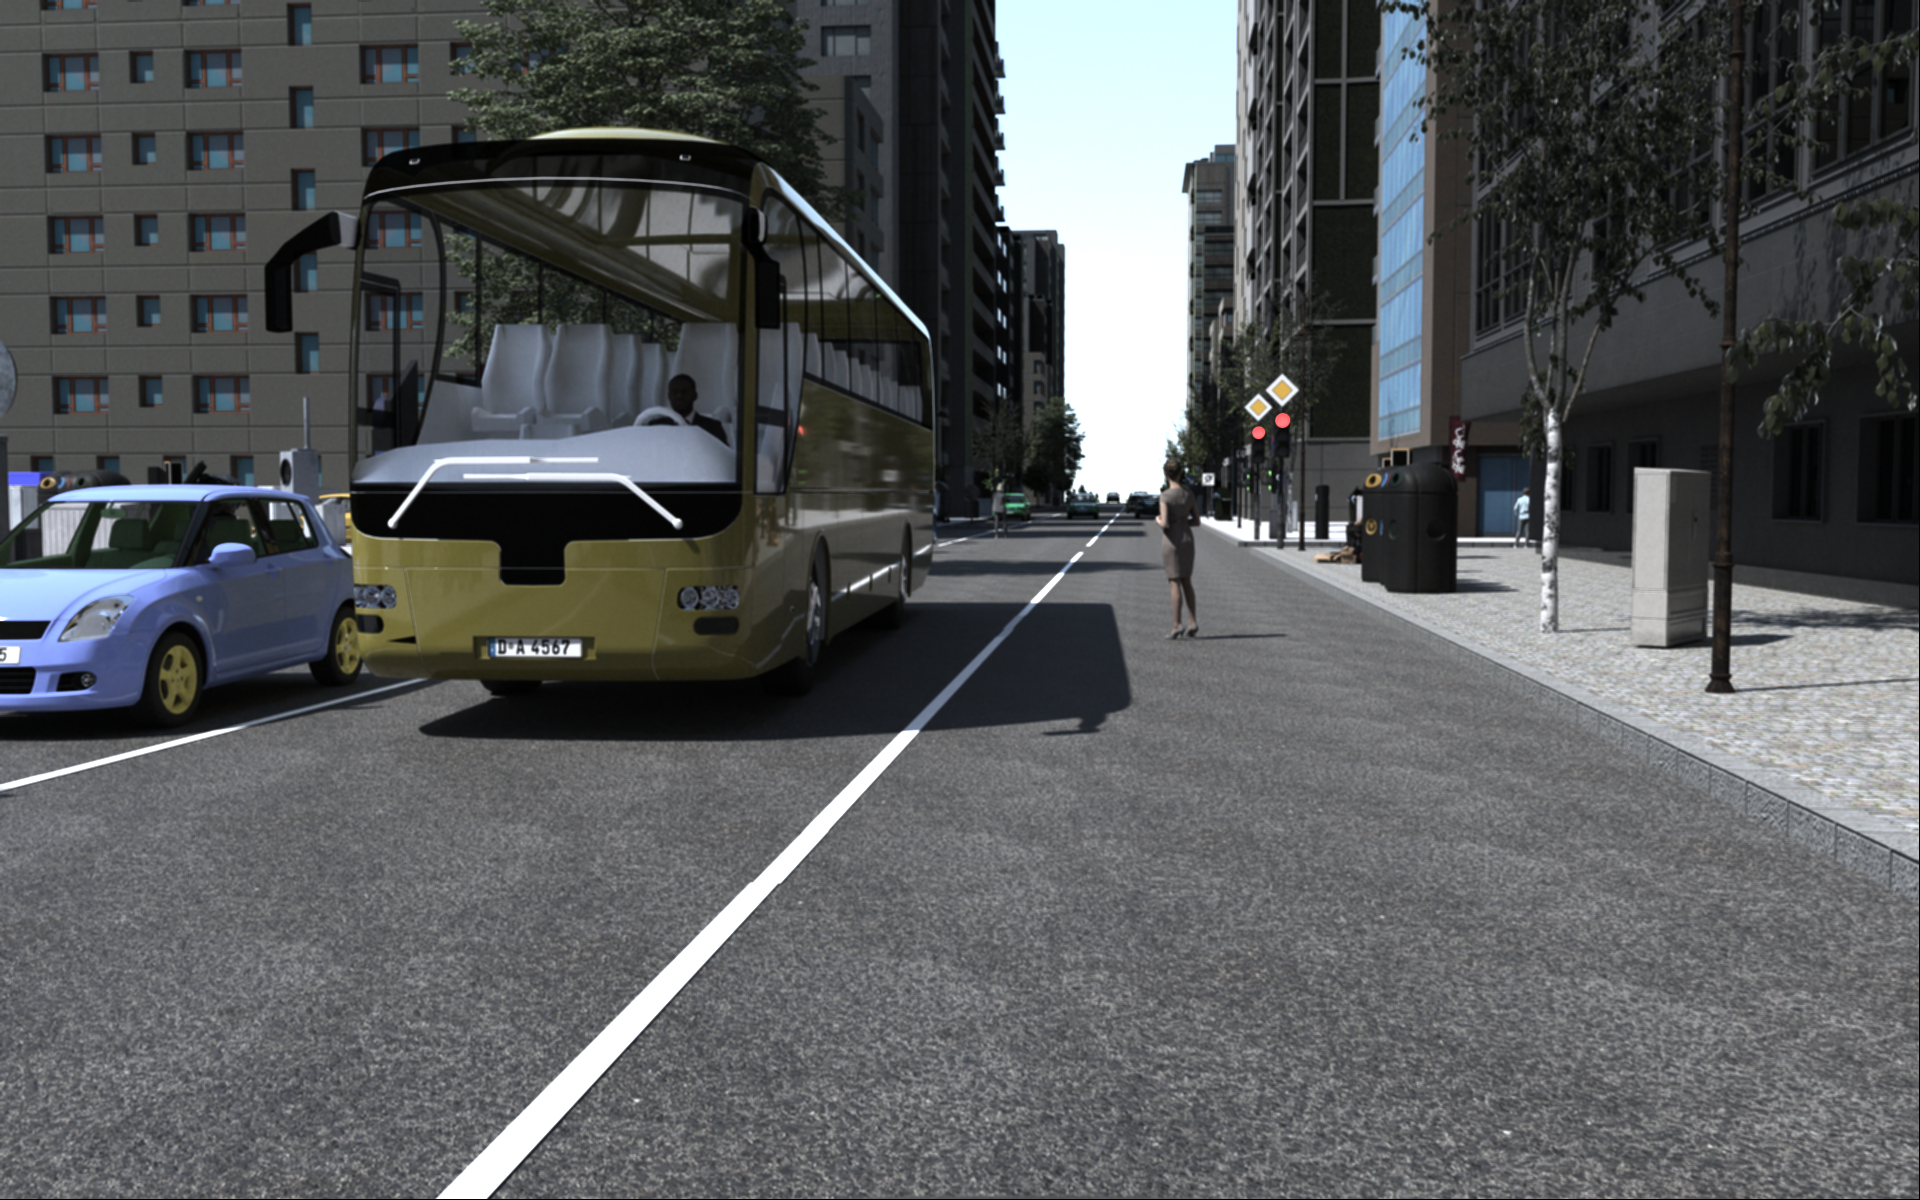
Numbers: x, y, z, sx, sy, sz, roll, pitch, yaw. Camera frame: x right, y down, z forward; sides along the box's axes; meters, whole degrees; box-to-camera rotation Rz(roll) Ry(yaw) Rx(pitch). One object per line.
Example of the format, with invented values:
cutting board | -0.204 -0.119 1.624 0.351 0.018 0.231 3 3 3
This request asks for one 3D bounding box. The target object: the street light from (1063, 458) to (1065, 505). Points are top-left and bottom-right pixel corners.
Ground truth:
street light | 12.527 -14.448 209.006 0.468 5.910 1.993 0 4 6

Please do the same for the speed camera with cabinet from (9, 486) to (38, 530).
speed camera with cabinet | -18.976 -2.402 33.601 2.038 3.252 0.660 0 4 5

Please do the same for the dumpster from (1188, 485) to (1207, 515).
dumpster | 14.834 -6.292 108.627 1.264 1.857 1.865 0 4 6

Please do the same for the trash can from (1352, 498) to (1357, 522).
trash can | 13.147 -2.737 56.406 0.748 1.137 0.748 0 3 0

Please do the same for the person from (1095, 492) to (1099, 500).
person | 21.289 -15.888 268.794 0.617 1.759 0.750 -1 4 -12

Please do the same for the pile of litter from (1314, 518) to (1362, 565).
pile of litter | 7.182 -1.117 32.233 1.176 0.858 1.719 0 4 4

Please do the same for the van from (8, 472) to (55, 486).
van | -27.549 -2.705 48.605 5.245 2.365 2.240 0 4 7

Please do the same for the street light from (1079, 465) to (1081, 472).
street light | 18.426 -17.900 265.449 0.468 5.910 1.993 0 4 6

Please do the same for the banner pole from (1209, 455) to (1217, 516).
banner pole | 14.866 -6.824 101.590 0.401 3.779 0.863 2 4 34

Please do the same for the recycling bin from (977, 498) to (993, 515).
recycling bin | 1.492 -5.631 104.629 0.722 1.027 0.722 3 4 36

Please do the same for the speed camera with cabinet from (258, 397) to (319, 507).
speed camera with cabinet | -13.975 -2.545 35.939 0.660 3.252 2.038 -3 5 -42

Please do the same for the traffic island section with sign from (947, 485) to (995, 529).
traffic island section with sign | 0.527 -3.890 72.227 1.989 1.847 2.006 0 4 6

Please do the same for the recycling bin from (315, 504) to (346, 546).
recycling bin | -15.659 -1.843 42.686 0.722 1.027 0.722 2 4 26

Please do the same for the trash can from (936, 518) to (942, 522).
trash can | -0.986 -4.241 80.999 0.748 1.137 0.748 0 3 0

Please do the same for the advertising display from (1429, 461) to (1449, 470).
advertising display | 9.547 -1.804 34.710 0.123 1.923 0.974 0 4 -4

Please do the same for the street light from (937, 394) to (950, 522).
street light | -0.774 -6.511 79.238 0.468 5.910 1.993 0 4 6

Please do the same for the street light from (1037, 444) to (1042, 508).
street light | 7.048 -11.140 154.931 0.468 5.910 1.993 0 4 6

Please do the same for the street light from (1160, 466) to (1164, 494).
street light | 32.508 -18.848 280.955 0.468 5.910 1.993 0 4 6

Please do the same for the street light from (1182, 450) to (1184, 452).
street light | 18.343 -10.312 141.386 0.468 5.910 1.993 0 4 6

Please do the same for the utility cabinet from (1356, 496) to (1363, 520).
utility cabinet | 12.337 -2.502 52.076 0.306 1.237 1.020 -1 4 -22

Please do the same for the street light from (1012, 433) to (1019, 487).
street light | 3.990 -9.366 125.916 0.468 5.910 1.993 0 4 6

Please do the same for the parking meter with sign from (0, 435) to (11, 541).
parking meter with sign | -11.637 -1.481 20.481 0.543 3.016 1.738 1 4 13

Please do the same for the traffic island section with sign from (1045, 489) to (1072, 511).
traffic island section with sign | 8.334 -8.557 148.536 1.989 1.847 2.006 0 4 6

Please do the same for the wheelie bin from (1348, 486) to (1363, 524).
wheelie bin | 15.807 -3.737 69.007 0.693 1.594 0.980 1 4 9

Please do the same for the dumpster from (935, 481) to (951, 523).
dumpster | -1.110 -4.318 76.360 1.264 1.857 1.865 0 4 6

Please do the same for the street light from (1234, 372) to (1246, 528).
street light | 10.572 -5.661 65.348 0.468 5.910 1.993 0 4 6

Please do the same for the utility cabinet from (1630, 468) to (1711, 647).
utility cabinet | 6.090 -0.374 14.791 0.318 1.500 1.173 3 4 39

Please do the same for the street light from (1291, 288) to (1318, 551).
street light | 7.749 -4.055 39.095 0.468 5.910 1.993 0 4 6

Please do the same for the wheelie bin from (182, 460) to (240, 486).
wheelie bin | -7.218 -0.528 16.540 0.693 1.594 0.980 -1 4 -21

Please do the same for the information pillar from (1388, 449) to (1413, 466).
information pillar | 7.156 -1.444 28.105 0.304 2.012 0.304 2 4 25

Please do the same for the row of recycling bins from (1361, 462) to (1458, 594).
row of recycling bins | 6.219 -1.029 23.932 1.069 1.692 3.534 0 4 7

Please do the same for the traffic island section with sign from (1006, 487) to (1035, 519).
traffic island section with sign | 3.264 -5.530 99.043 1.989 1.847 2.006 0 4 6

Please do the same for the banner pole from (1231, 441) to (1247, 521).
banner pole | 13.082 -5.610 81.735 0.863 3.779 0.401 0 4 2

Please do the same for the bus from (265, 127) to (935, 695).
bus | -2.005 -1.473 15.627 2.896 3.916 12.252 0 4 4

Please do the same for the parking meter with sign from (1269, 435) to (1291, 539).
parking meter with sign | 9.200 -3.287 49.997 0.543 3.016 1.738 1 4 14

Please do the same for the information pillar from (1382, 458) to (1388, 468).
information pillar | 8.823 -1.895 35.480 0.304 2.012 0.304 2 4 26

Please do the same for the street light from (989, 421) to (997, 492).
street light | 2.099 -8.226 107.277 0.468 5.910 1.993 0 4 6

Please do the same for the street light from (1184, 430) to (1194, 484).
street light | 16.263 -9.141 122.246 0.468 5.910 1.993 0 4 6

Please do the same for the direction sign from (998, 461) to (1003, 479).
direction sign | 2.749 -7.728 118.343 0.379 3.537 0.876 1 4 22

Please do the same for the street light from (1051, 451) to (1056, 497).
street light | 9.925 -12.855 182.970 0.468 5.910 1.993 0 4 6

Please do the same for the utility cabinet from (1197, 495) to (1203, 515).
utility cabinet | 14.780 -5.840 106.651 0.306 1.237 1.020 1 4 14

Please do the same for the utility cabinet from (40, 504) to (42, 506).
utility cabinet | -7.301 -0.213 14.640 1.020 1.237 0.306 2 4 27

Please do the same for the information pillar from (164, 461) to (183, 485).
information pillar | -17.778 -2.124 39.215 0.304 2.012 0.304 -3 5 -45

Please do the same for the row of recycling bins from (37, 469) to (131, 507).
row of recycling bins | -15.199 -1.409 30.152 1.069 1.692 3.534 -3 5 -39

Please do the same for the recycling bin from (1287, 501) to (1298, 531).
recycling bin | 11.312 -2.902 60.000 0.722 1.027 0.722 0 4 4

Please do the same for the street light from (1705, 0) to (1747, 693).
street light | 4.928 -2.340 11.050 0.468 5.910 1.993 0 4 6

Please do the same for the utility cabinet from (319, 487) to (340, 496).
utility cabinet | -18.871 -2.586 50.967 1.173 1.500 0.318 -3 5 -41

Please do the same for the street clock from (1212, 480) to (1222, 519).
street clock | 12.950 -5.065 87.376 0.471 2.002 0.358 2 4 27

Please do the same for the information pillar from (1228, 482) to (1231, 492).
information pillar | 16.343 -6.135 104.799 0.304 2.012 0.304 0 4 8

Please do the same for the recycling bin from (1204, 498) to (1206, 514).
recycling bin | 15.592 -6.110 112.452 0.722 1.027 0.722 -1 4 -11

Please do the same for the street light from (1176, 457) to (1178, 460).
street light | 21.155 -12.058 169.931 0.468 5.910 1.993 0 4 6

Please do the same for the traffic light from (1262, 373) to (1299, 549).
traffic light | 7.465 -3.145 40.347 0.839 4.253 0.868 0 4 6

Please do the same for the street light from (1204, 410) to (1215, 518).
street light | 13.408 -7.398 93.742 0.468 5.910 1.993 0 4 6

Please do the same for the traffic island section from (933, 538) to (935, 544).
traffic island section | -1.820 -1.661 49.442 2.009 0.180 2.903 0 4 6

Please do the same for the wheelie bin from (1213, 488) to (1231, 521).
wheelie bin | 12.615 -4.607 83.230 0.980 1.594 0.693 -1 4 -23

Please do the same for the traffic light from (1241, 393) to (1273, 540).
traffic light | 8.279 -3.631 48.291 0.839 4.253 0.868 0 4 6

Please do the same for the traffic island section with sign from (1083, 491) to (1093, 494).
traffic island section with sign | 19.528 -15.230 257.642 1.989 1.847 2.006 0 4 6

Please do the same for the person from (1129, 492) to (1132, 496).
person | 24.838 -14.818 251.438 0.551 1.740 0.621 -1 4 -22
